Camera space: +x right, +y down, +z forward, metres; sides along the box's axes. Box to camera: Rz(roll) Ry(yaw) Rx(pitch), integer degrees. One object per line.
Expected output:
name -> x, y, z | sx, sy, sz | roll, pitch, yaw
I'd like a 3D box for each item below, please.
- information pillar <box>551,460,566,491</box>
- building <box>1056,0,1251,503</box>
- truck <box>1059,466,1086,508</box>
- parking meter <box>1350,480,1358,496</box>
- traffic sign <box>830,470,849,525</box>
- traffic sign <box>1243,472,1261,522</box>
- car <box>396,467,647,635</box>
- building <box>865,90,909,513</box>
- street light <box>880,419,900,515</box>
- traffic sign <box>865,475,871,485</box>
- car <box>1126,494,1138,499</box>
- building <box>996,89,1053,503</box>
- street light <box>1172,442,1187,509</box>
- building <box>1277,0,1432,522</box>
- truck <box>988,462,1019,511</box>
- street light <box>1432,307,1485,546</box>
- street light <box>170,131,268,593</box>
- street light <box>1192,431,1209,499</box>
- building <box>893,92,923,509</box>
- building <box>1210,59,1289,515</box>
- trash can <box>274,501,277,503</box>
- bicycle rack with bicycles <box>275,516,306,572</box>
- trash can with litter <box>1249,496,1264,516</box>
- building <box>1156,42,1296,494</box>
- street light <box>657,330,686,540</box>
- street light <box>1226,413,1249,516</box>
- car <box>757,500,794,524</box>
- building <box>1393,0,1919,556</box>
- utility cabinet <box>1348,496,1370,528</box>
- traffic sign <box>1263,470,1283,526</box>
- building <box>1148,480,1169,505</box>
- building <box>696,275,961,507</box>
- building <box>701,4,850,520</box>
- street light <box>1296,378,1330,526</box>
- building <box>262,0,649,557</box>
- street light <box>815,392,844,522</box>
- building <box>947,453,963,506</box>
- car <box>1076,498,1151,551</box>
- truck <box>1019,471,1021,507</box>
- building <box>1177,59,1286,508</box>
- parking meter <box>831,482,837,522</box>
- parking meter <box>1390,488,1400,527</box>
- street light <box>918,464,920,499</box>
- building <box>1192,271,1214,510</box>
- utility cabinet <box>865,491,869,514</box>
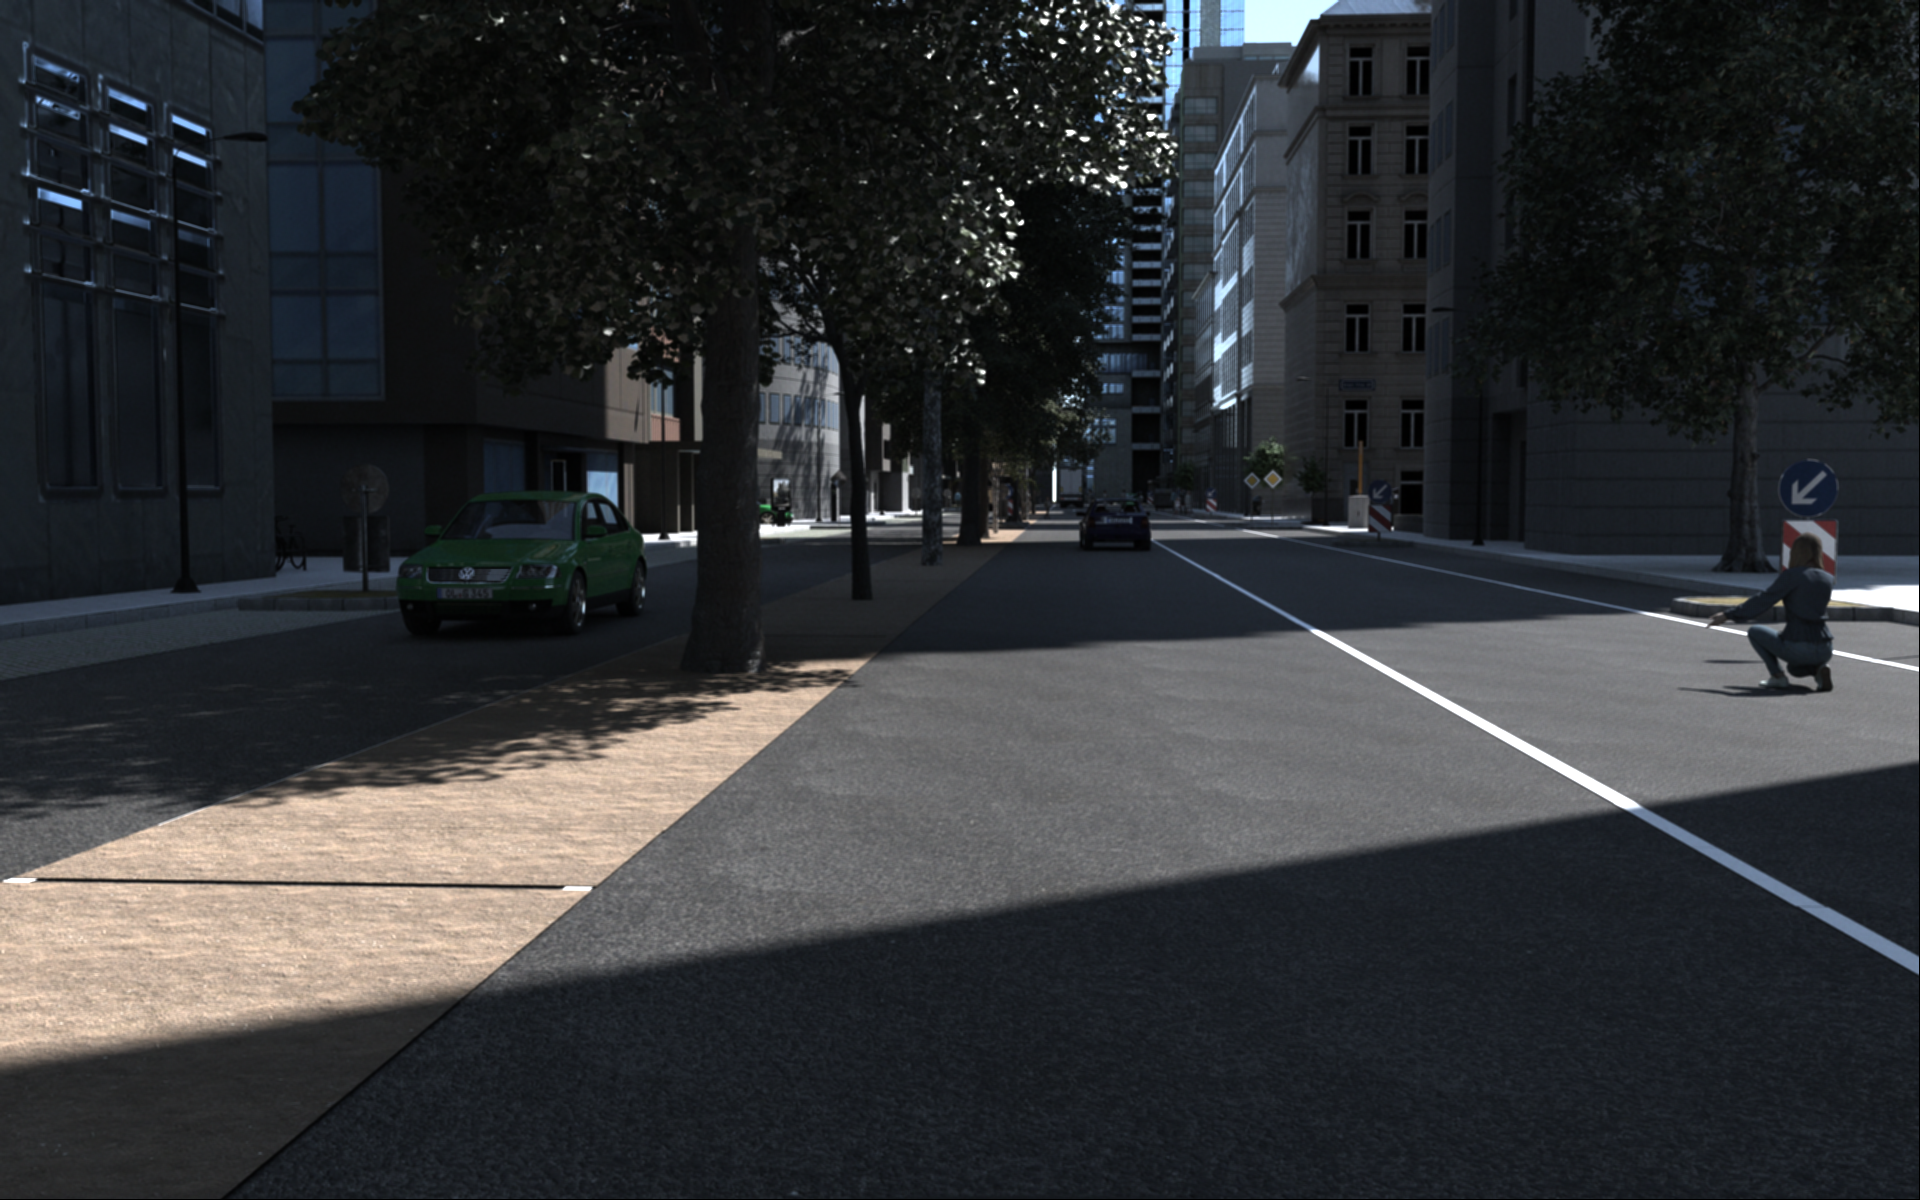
information pillar -> -8.641, -2.008, 37.325 | 0.304, 2.012, 0.304 | -1, 4, -9
building -> 29.404, -57.128, 246.716 | 31.000, 86.520, 22.319 | 0, 4, 4
truck -> 11.760, -11.783, 181.557 | 2.839, 4.237, 11.283 | 0, 4, 5
parking meter -> 15.967, -3.934, 70.026 | 0.399, 1.863, 0.255 | -3, 5, -42
traffic sign -> -4.976, -4.144, 71.393 | 0.795, 2.450, 0.064 | 0, 4, 4
traffic sign -> 13.183, -4.562, 78.236 | 0.795, 2.450, 0.064 | 0, 4, 4
car -> -4.693, -0.626, 19.031 | 1.959, 1.807, 4.718 | 0, 4, 2
building -> -11.280, -21.418, 121.883 | 14.160, 30.474, 14.107 | 0, 4, 4
street light -> -4.218, -8.136, 105.567 | 1.470, 5.913, 1.316 | 0, 4, 4
traffic sign -> -4.476, -4.631, 79.362 | 0.795, 2.450, 0.064 | 0, 4, 4
car -> 16.142, -9.518, 164.414 | 1.959, 1.807, 4.718 | 0, 4, 3
building -> -0.667, -43.169, 247.819 | 28.212, 58.520, 21.231 | 0, 4, 4
street light -> 19.413, -11.044, 153.104 | 1.470, 5.913, 1.316 | 0, 4, 4
building -> 28.508, -17.476, 82.989 | 25.104, 27.353, 12.463 | 0, 4, 4
truck -> 3.478, -9.628, 146.338 | 2.839, 4.237, 11.283 | 0, 4, 5
street light -> 12.398, -4.315, 43.092 | 1.470, 5.913, 1.316 | 0, 4, 4
street light -> -9.550, -3.046, 22.351 | 1.470, 5.913, 1.316 | 0, 4, 4
street light -> 17.682, -9.444, 126.958 | 1.470, 5.913, 1.316 | 0, 4, 4
building -> -10.120, -28.134, 143.581 | 14.154, 41.232, 14.086 | 0, 4, 4
building -> 24.108, -20.902, 119.233 | 11.434, 29.767, 29.804 | 0, 4, 4
trash can -> -13.924, -1.386, 34.311 | 0.748, 1.137, 0.748 | 0, 3, 0
bicycle rack with bicycles -> -11.967, -0.935, 28.674 | 2.852, 0.926, 2.925 | 2, 4, 24
trash can with litter -> 17.423, -5.531, 101.823 | 0.624, 1.170, 1.055 | 2, 4, 30
building -> 33.890, -34.798, 188.557 | 23.786, 49.044, 30.456 | 0, 4, 4
street light -> -7.763, -4.640, 48.402 | 1.470, 5.913, 1.316 | 0, 4, 4
street light -> 15.975, -7.778, 99.717 | 1.470, 5.913, 1.316 | 0, 4, 4
car -> -9.614, -4.073, 75.382 | 4.718, 1.807, 1.959 | 0, 4, 3
building -> 24.247, -30.941, 47.885 | 21.231, 58.520, 28.212 | 0, 4, 4
utility cabinet -> 14.969, -3.294, 65.021 | 0.306, 1.237, 1.020 | -1, 4, -21
traffic sign -> 12.682, -4.075, 70.267 | 0.795, 2.450, 0.064 | 0, 4, 4
building -> 39.953, -32.039, 215.726 | 32.217, 40.220, 23.993 | 0, 4, 4
building -> -11.437, -31.456, 168.929 | 22.147, 44.769, 28.867 | 0, 4, 4
building -> -17.225, -33.654, 92.237 | 21.231, 58.520, 28.212 | 0, 4, 4
street light -> 14.104, -5.909, 69.147 | 1.470, 5.913, 1.316 | 0, 4, 4
building -> -16.088, -23.899, 40.857 | 14.600, 45.320, 14.200 | 0, 4, 4
street light -> -5.930, -6.528, 79.271 | 1.470, 5.913, 1.316 | 0, 4, 4
building -> -6.337, -25.637, 190.859 | 14.160, 30.474, 14.107 | 0, 4, 4
car -> 4.025, -1.998, 45.254 | 1.945, 1.354, 3.894 | 0, 4, 2
truck -> 5.833, -12.535, 193.862 | 2.839, 4.237, 11.283 | 0, 4, 5
building -> 28.027, -29.559, 166.889 | 14.154, 41.232, 14.086 | 0, 4, 4
parking meter -> -5.884, -4.591, 80.776 | 0.255, 1.863, 0.399 | 0, 4, -7
parking meter -> 17.079, -3.650, 68.092 | 0.372, 1.533, 0.369 | 0, 3, 0
street light -> -2.582, -9.735, 131.708 | 1.470, 5.913, 1.316 | 0, 4, 4
building -> 24.718, -18.003, 143.500 | 9.793, 20.994, 18.267 | 0, 4, 4
utility cabinet -> -6.278, -6.104, 108.475 | 1.173, 1.500, 0.318 | 2, 4, 27
